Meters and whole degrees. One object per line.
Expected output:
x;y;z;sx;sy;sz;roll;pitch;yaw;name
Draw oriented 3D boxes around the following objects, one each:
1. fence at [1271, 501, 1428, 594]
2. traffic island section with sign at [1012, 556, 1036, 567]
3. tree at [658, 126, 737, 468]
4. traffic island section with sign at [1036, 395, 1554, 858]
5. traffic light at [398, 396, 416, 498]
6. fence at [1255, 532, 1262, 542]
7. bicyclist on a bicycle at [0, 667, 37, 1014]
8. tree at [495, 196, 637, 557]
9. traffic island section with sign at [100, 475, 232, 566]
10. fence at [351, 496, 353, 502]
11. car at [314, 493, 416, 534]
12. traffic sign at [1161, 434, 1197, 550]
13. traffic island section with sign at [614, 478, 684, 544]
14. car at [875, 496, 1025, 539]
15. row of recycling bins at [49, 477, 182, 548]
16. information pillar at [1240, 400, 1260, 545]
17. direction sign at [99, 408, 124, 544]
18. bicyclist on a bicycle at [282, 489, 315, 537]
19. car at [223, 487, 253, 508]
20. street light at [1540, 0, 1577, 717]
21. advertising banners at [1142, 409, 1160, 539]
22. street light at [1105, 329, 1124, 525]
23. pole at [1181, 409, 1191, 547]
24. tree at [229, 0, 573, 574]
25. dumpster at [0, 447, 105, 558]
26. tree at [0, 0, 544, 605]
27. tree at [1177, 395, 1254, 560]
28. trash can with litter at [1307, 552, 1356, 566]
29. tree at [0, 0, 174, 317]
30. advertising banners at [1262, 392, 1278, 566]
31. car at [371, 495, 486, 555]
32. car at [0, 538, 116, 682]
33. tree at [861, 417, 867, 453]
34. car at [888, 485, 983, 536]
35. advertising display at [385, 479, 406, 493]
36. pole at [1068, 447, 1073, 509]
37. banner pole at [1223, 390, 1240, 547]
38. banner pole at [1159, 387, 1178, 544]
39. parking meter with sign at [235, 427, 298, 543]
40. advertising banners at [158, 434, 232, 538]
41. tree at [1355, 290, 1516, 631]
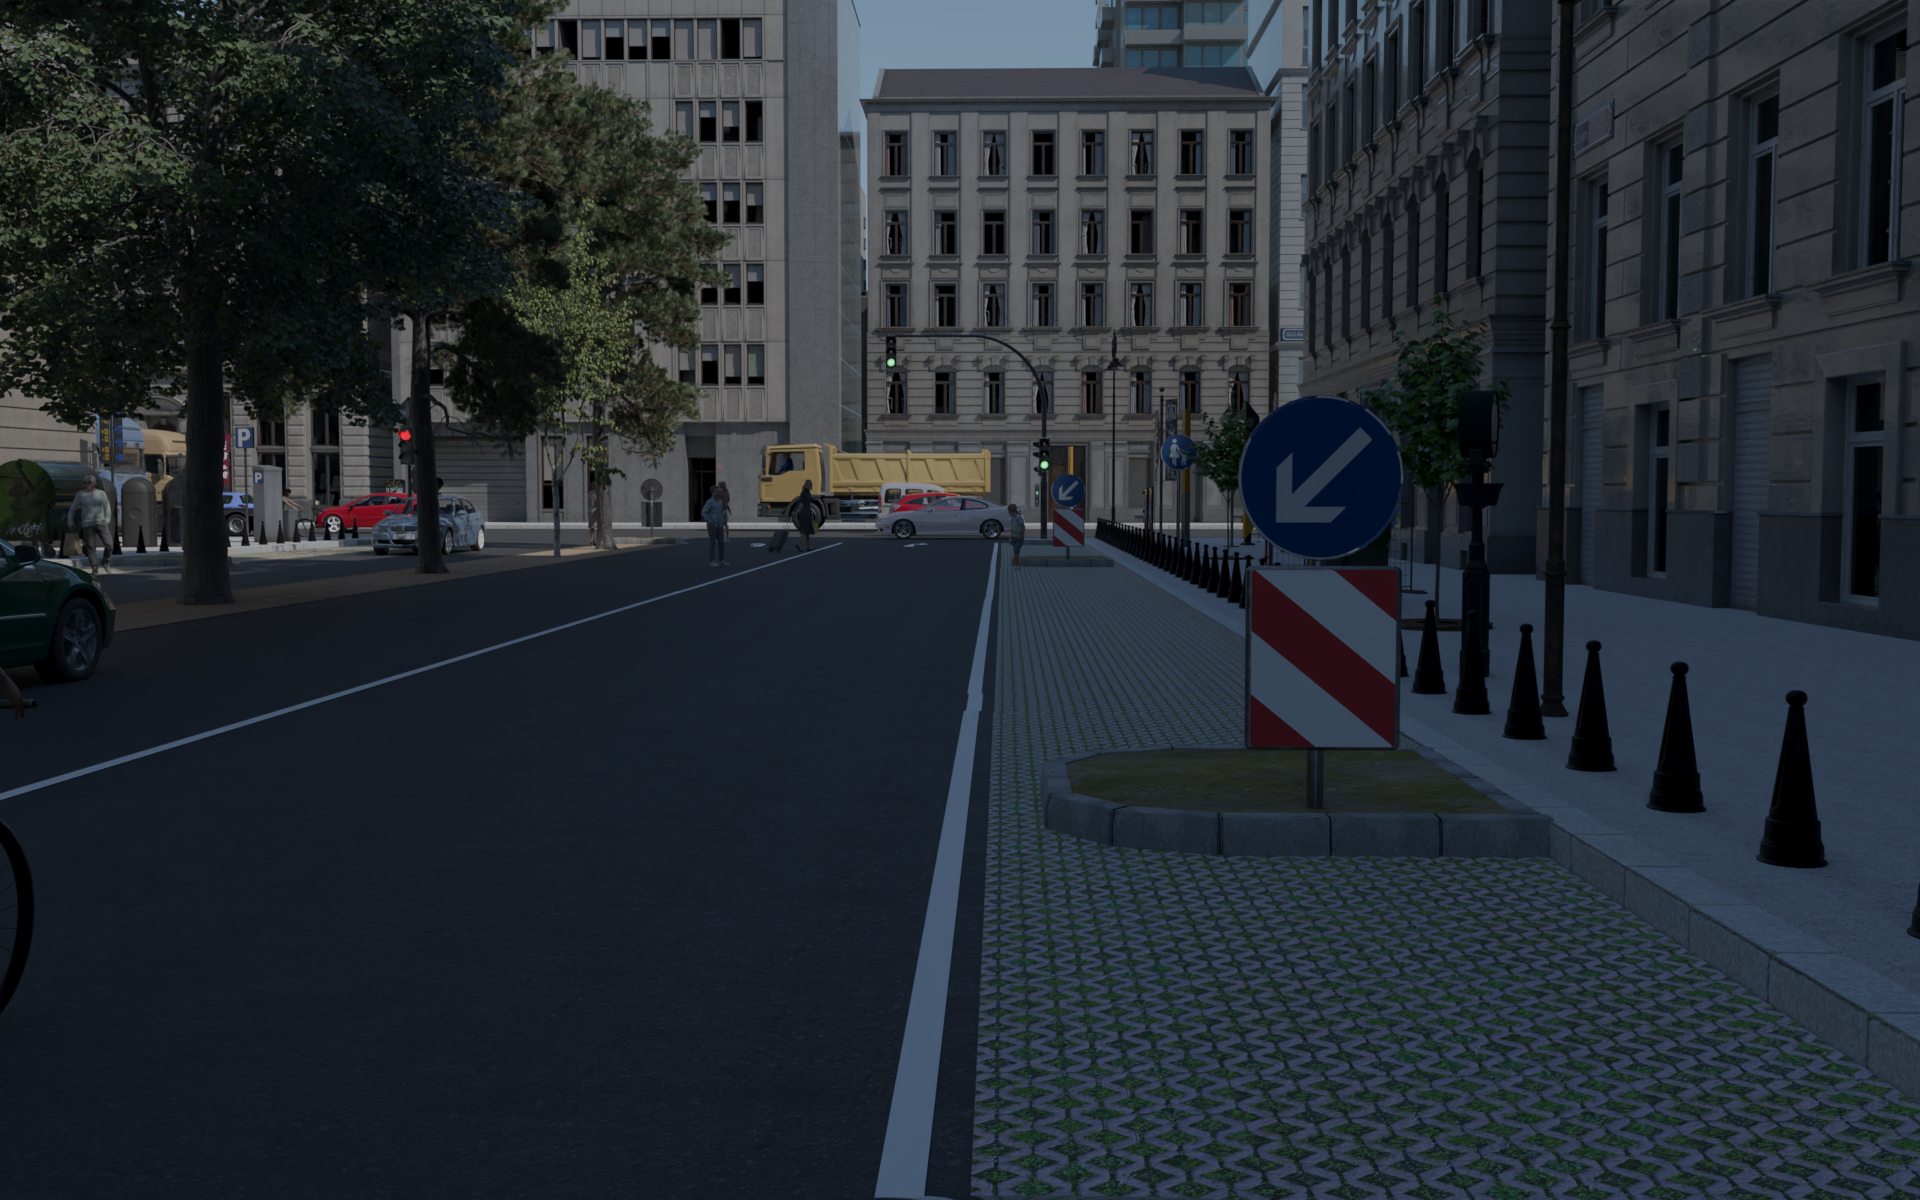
4.870;-0.661;22.018;2.264;1.192;0.480;-1;4;-22;fence
2.034;-1.595;34.701;1.989;1.847;2.006;0;4;1;traffic island section with sign
-9.238;-7.327;44.311;6.751;12.117;7.091;0;3;0;tree
1.367;0.053;7.754;1.989;1.847;2.006;0;4;1;traffic island section with sign
-15.835;-3.727;49.856;0.839;4.253;0.868;0;4;1;traffic light
8.923;-1.891;46.288;2.069;0.683;0.278;-1;4;-10;fence
-2.630;0.369;3.987;1.499;1.676;1.625;0;4;3;bicyclist on a bicycle
-9.056;-5.245;38.577;4.737;8.622;4.395;0;3;0;tree
-15.920;-1.613;35.005;1.989;1.847;2.006;0;4;1;traffic island section with sign
-25.896;-3.828;73.784;0.480;1.192;2.264;-1;4;-19;fence
-21.386;-3.333;63.528;4.494;1.783;2.155;0;3;0;car
4.662;-2.255;36.968;0.768;2.556;0.104;0;4;4;traffic sign
-9.037;-2.564;50.053;2.006;1.907;1.989;0;4;1;traffic island section with sign
-0.324;-2.653;55.746;4.827;1.381;2.083;0;4;0;car
-20.277;-2.126;41.865;3.534;1.692;1.069;-1;4;-14;row of recycling bins
7.284;-3.182;43.384;0.504;3.616;0.183;-2;4;-34;information pillar
-21.821;-3.217;44.593;0.379;3.537;0.876;1;4;10;direction sign
-21.908;-2.850;56.625;1.625;1.676;1.499;0;4;1;bicyclist on a bicycle
-29.707;-3.619;68.756;3.694;1.707;1.945;0;4;1;car
3.433;-2.267;9.858;0.468;5.910;1.993;0;4;1;street light
4.069;-2.487;36.858;0.090;3.025;2.074;0;4;-2;advertising banners
4.321;-4.641;48.672;0.468;5.910;1.993;0;4;1;street light
5.461;-2.937;41.859;0.158;3.312;0.155;0;3;0;pole
-9.617;-6.502;30.815;6.751;12.117;7.091;0;3;0;tree
-18.741;-2.018;35.484;1.502;2.255;1.985;0;4;2;dumpster
-9.833;-6.916;22.195;9.857;13.997;8.962;0;3;0;tree
5.394;-2.413;34.051;1.663;3.219;1.824;0;3;0;tree
3.965;-0.485;19.313;1.055;1.170;0.624;-2;4;-30;trash can with litter
-10.316;-6.325;13.292;7.806;13.903;7.818;0;3;0;tree
5.498;-2.111;30.706;0.090;3.025;2.074;0;4;5;advertising banners
-12.907;-1.854;42.321;2.014;1.417;4.499;0;3;0;car
-7.688;-0.003;11.854;2.131;1.459;4.920;0;4;2;car
-14.115;-17.337;209.219;9.928;11.665;9.643;0;3;0;tree
-0.271;-3.059;59.057;4.494;1.783;2.155;0;4;3;car
-24.662;-4.310;75.680;0.974;1.923;0.123;1;4;20;advertising display
4.753;-4.938;74.580;0.158;3.312;0.155;0;3;0;pole
6.598;-3.188;42.135;0.401;3.779;0.863;0;4;1;banner pole
4.815;-3.074;40.281;0.401;3.779;0.863;-2;4;-28;banner pole
-18.342;-3.038;45.939;0.543;3.016;1.738;1;4;19;parking meter with sign
-21.857;-3.265;49.570;2.074;3.025;0.090;-3;5;-42;advertising banners
4.462;-1.346;16.612;1.663;3.219;1.824;0;3;0;tree
